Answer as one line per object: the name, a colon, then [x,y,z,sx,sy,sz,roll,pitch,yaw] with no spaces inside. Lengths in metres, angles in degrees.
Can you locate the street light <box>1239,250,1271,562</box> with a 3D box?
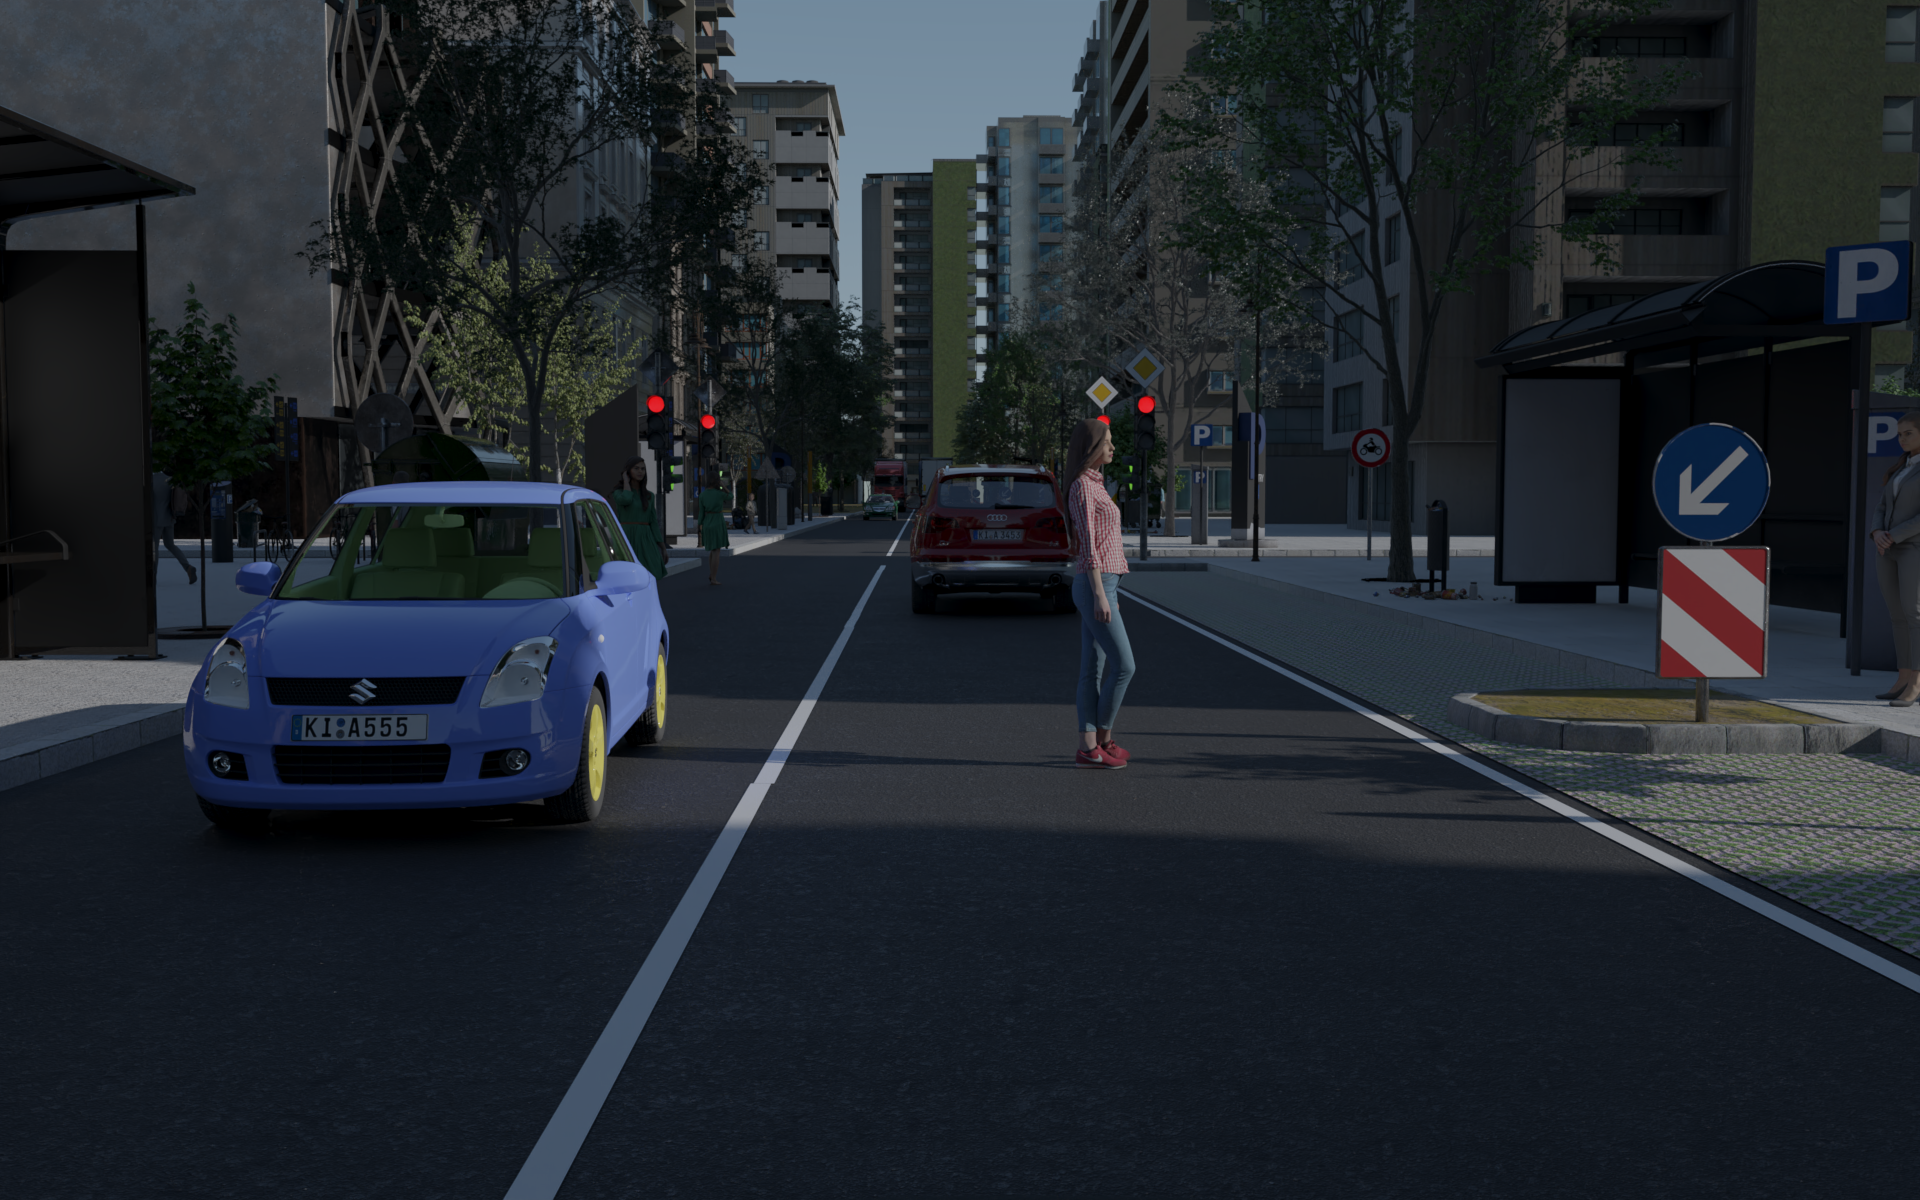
street light: [5.626,-3.670,32.790,0.468,5.910,1.993,0,4,-1]

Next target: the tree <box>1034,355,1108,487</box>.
tree: [5.537,-8.363,87.092,4.360,8.622,3.978,0,3,0]

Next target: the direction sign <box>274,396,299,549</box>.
direction sign: [-15.679,-2.959,40.373,0.379,3.537,0.876,1,4,12]

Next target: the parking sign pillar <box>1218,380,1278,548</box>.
parking sign pillar: [6.950,-3.255,41.685,1.447,3.967,1.447,2,4,28]

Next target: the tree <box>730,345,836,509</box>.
tree: [-8.347,-8.279,85.725,4.360,8.622,3.978,0,3,0]

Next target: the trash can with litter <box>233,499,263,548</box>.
trash can with litter: [-17.186,-1.823,41.189,1.055,1.170,0.624,-2,4,-35]

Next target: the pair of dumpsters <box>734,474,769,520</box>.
pair of dumpsters: [-9.190,-4.591,77.555,1.574,2.255,4.437,0,4,-1]

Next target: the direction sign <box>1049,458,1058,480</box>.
direction sign: [5.903,-7.180,109.391,0.379,3.537,0.876,-2,4,-35]

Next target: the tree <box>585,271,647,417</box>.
tree: [-11.707,-6.183,51.450,4.737,8.622,4.395,0,3,0]

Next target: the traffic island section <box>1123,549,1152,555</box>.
traffic island section: [3.392,-1.170,41.409,2.009,0.180,2.903,0,4,-1]

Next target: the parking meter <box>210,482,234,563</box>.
parking meter: [-13.824,-1.469,32.432,0.372,1.533,0.369,0,3,0]

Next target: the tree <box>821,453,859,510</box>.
tree: [-9.764,-9.404,137.475,4.285,4.588,4.351,0,3,0]

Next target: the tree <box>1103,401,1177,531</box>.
tree: [5.831,-4.660,59.909,4.285,4.588,4.351,0,3,0]

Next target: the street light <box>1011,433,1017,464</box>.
street light: [3.712,-8.766,116.114,0.468,5.910,1.993,0,4,-1]

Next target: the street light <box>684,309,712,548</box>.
street light: [-6.226,-4.191,41.318,0.468,5.910,1.993,0,4,-1]

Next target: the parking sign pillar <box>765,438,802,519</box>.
parking sign pillar: [-8.425,-5.645,80.767,1.447,3.967,1.447,-1,4,-23]

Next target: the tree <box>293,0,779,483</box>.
tree: [-6.419,-5.658,26.918,8.767,10.594,7.601,2,4,24]

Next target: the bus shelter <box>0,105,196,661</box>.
bus shelter: [-6.652,-1.164,10.307,1.731,3.624,6.357,0,4,-1]

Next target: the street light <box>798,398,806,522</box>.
street light: [-7.193,-6.498,79.037,0.468,5.910,1.993,0,4,-1]

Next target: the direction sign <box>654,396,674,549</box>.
direction sign: [-6.918,-2.967,40.510,0.379,3.537,0.876,-3,5,-39]

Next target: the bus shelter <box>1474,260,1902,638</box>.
bus shelter: [7.130,-1.458,17.755,2.014,3.302,5.546,0,4,-1]

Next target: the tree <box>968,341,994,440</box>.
tree: [4.490,-10.644,99.787,9.928,11.665,9.643,0,3,0]

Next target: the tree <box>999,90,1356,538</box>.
tree: [6.393,-8.624,51.377,12.009,13.543,11.850,0,3,0]

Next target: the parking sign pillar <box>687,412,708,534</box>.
parking sign pillar: [-8.380,-4.135,56.083,1.447,3.967,1.447,0,4,-2]

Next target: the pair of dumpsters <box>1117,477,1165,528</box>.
pair of dumpsters: [6.863,-3.935,66.835,1.574,2.255,4.437,0,4,-1]

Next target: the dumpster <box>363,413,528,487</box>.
dumpster: [-6.095,-1.110,20.649,1.502,2.255,1.985,0,4,-1]

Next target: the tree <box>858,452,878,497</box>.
tree: [-10.229,-14.869,193.463,4.360,8.622,3.978,0,3,0]

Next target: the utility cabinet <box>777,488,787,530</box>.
utility cabinet: [-6.394,-3.278,62.270,0.318,1.500,1.173,-1,4,-10]

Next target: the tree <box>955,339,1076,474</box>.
tree: [4.101,-12.687,124.444,9.611,12.733,9.660,0,3,0]

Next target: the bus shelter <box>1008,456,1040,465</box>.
bus shelter: [4.105,-7.306,110.728,1.731,3.624,6.357,0,4,-1]

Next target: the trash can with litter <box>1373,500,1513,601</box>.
trash can with litter: [6.005,-0.656,21.777,1.678,1.210,2.233,0,4,-1]

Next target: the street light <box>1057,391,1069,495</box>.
street light: [4.592,-6.424,77.814,0.468,5.910,1.993,0,4,-1]

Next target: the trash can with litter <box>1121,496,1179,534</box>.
trash can with litter: [6.126,-2.780,56.515,2.233,1.210,1.678,0,4,-8]

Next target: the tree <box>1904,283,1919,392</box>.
tree: [30.736,-6.595,58.188,4.360,8.622,3.978,0,3,0]

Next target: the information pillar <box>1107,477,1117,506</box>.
information pillar: [5.777,-4.557,65.867,0.183,3.616,0.504,-2,4,-35]

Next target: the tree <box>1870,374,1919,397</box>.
tree: [25.126,-3.855,46.740,4.285,4.588,4.351,0,3,0]

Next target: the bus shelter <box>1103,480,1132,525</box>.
bus shelter: [6.203,-4.844,73.122,2.014,3.302,5.546,0,4,-1]

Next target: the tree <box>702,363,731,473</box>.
tree: [-12.544,-9.014,97.746,4.360,8.622,3.978,0,3,0]

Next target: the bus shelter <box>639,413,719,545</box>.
bus shelter: [-7.736,-3.191,46.104,2.014,3.302,5.546,0,4,-1]

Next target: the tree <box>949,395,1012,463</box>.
tree: [2.334,-16.212,183.193,7.486,12.596,7.792,0,3,0]

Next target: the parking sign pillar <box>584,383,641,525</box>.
parking sign pillar: [-8.480,-3.295,42.352,1.447,3.967,1.447,0,4,1]

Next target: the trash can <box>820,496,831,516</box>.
trash can: [-7.921,-5.535,102.155,0.748,1.137,0.748,0,3,0]

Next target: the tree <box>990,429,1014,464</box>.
tree: [3.747,-13.140,165.200,4.737,8.622,4.395,0,3,0]

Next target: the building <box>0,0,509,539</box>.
building: [-23.838,-11.570,56.618,16.820,18.784,16.811,0,4,-1]

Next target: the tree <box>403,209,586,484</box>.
tree: [-11.988,-5.723,43.931,4.737,8.622,4.395,0,3,0]

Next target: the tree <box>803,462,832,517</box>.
tree: [-7.775,-6.252,96.829,1.663,3.219,1.824,0,3,0]

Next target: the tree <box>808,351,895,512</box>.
tree: [-8.426,-12.148,124.374,9.928,11.665,9.643,0,3,0]

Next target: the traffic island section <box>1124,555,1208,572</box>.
traffic island section: [3.563,-0.682,33.426,2.009,0.180,2.903,0,4,-1]

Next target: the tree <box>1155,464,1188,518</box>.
tree: [11.423,-6.089,94.149,1.663,3.219,1.824,0,3,0]

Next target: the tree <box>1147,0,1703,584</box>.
tree: [6.550,-6.076,25.100,9.928,11.665,9.643,0,3,0]

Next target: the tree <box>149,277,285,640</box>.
tree: [-6.983,-1.283,15.587,1.663,3.219,1.824,0,3,0]

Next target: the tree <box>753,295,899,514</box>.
tree: [-8.580,-12.507,111.141,9.857,13.997,8.962,0,3,0]
